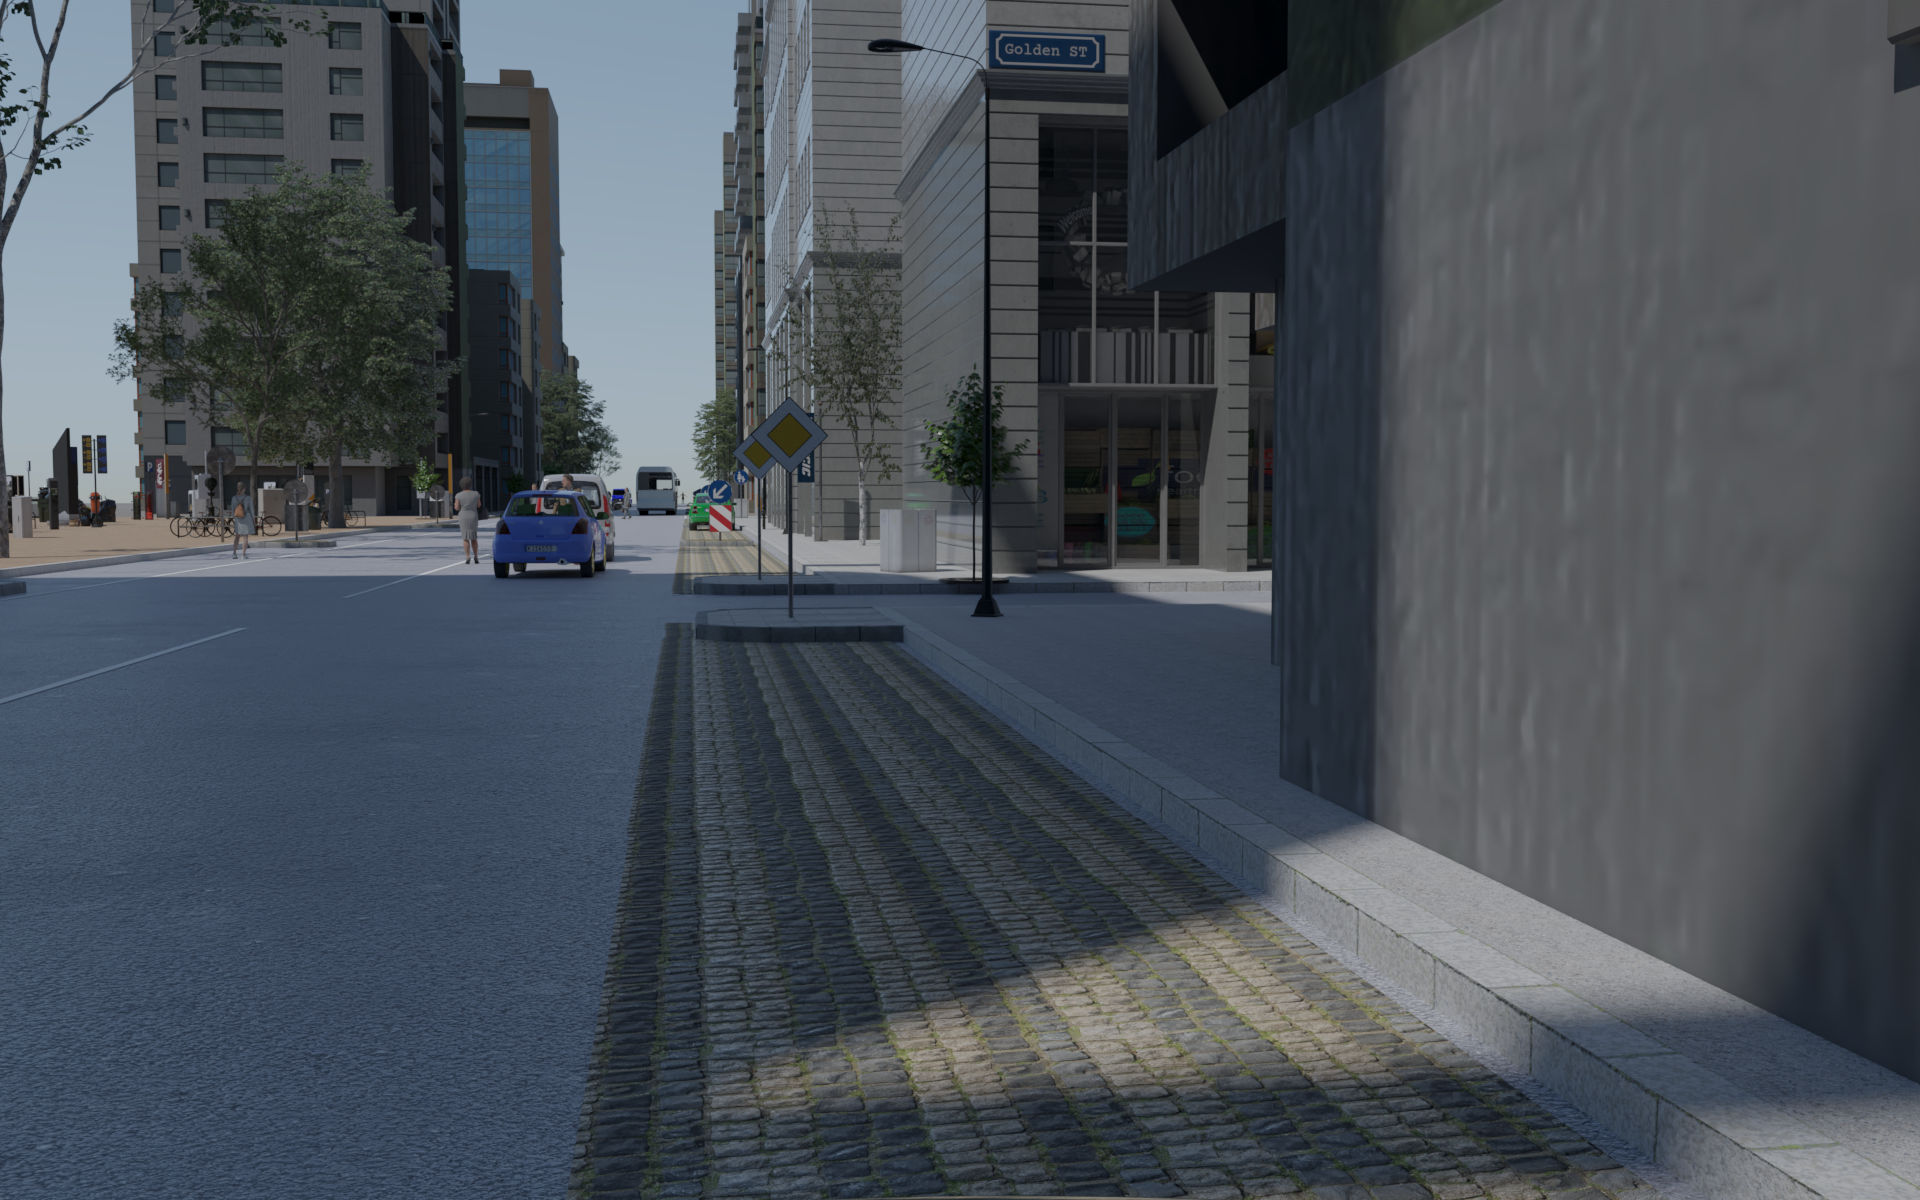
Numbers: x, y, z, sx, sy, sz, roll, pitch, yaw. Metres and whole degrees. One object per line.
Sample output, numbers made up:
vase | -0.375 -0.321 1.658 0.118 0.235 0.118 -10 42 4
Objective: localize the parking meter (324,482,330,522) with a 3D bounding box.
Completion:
parking meter | -28.590 -4.454 78.528 0.399 1.863 0.255 1 4 22

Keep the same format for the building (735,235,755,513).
building | -2.817 -17.573 132.360 27.650 21.520 28.899 -1 4 -9

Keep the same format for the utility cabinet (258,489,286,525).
utility cabinet | -28.647 -3.883 72.165 0.318 1.500 1.173 2 4 27

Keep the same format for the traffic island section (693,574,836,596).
traffic island section | -2.977 -0.223 25.929 2.009 0.180 2.903 -1 4 -9

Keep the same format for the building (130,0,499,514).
building | -43.447 -41.690 119.880 20.563 71.187 20.611 -1 4 -9

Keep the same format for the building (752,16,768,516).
building | -6.134 -20.682 109.846 14.160 30.474 14.107 -1 4 -9

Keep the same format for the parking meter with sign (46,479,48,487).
parking meter with sign | -46.196 -5.632 88.338 1.738 3.016 0.543 2 4 33

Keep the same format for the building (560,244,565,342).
building | -66.589 -33.147 233.828 32.217 40.220 23.993 -1 4 -9

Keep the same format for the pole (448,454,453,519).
pole | -25.961 -5.775 88.257 0.158 3.312 0.155 0 3 0

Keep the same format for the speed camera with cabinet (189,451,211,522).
speed camera with cabinet | -35.082 -5.232 79.880 0.660 3.252 2.038 -2 4 -35

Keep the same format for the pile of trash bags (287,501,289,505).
pile of trash bags | -36.963 -5.151 93.964 1.912 1.369 3.447 -3 4 -38

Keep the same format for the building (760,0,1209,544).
building | -1.002 -17.433 62.519 11.434 29.767 29.804 -1 4 -9

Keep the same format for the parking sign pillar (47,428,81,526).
parking sign pillar | -36.638 -5.044 70.937 1.447 3.967 1.447 3 4 38

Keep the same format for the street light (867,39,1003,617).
street light | -0.252 -2.776 17.928 1.470 5.913 1.316 -1 4 -9

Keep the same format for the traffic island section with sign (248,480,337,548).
traffic island section with sign | -17.982 -2.333 46.777 1.989 1.847 2.006 -1 4 -9

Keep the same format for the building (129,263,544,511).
building | -50.600 -18.417 146.157 27.650 21.520 28.899 -1 4 -9

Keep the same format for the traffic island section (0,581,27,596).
traffic island section | -14.430 -0.114 24.147 2.009 0.180 2.903 -1 4 -9

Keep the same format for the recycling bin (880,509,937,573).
recycling bin | -0.854 -0.981 28.595 0.722 1.027 0.722 -2 4 -30

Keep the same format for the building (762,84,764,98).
building | -2.548 -18.113 89.654 14.314 27.812 24.014 -1 4 -9

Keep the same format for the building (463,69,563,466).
building | -50.583 -32.815 186.639 14.600 45.320 14.200 -1 4 -9

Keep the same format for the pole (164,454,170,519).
pole | -40.436 -5.777 88.294 0.158 3.312 0.155 0 3 0

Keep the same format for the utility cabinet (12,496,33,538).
utility cabinet | -27.451 -2.417 50.686 0.306 1.237 1.020 -3 5 -42

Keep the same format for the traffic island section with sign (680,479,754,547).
traffic island section with sign | -6.744 -2.398 47.843 1.989 1.847 2.006 -1 4 -9

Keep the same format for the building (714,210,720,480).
building | -28.569 -34.764 251.981 14.154 41.232 14.086 -1 4 -9

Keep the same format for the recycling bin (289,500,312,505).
recycling bin | -27.740 -3.689 72.867 0.722 1.027 0.722 0 4 -2

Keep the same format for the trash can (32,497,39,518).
trash can | -49.386 -4.943 92.467 0.748 1.137 0.748 0 3 0

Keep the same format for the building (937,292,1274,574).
building | 14.124 -15.716 34.453 29.804 29.767 11.434 -1 4 -9

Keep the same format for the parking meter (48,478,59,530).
parking meter | -32.605 -3.462 62.308 0.255 1.863 0.399 -3 4 -37

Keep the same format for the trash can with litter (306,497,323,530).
trash can with litter | -23.148 -3.059 61.397 1.055 1.170 0.624 0 3 0

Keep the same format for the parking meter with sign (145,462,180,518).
parking meter with sign | -43.053 -5.955 93.620 1.738 3.016 0.543 1 4 10

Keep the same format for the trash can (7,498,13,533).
trash can | -31.119 -2.751 56.626 0.748 1.137 0.748 0 3 0

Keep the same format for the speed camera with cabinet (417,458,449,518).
speed camera with cabinet | -28.597 -6.097 94.018 2.038 3.252 0.660 2 4 34

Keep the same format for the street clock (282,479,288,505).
street clock | -32.852 -4.880 84.365 0.358 2.002 0.471 -1 4 -10

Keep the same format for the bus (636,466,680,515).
bus | -21.183 -7.745 121.489 2.948 3.499 13.247 -1 4 -8

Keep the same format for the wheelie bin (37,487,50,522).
wheelie bin | -41.430 -4.326 78.641 0.980 1.594 0.693 0 4 -2

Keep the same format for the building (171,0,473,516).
building | -37.584 -20.321 103.948 14.160 30.474 14.107 -1 4 -9

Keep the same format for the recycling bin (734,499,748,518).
recycling bin | -11.775 -4.928 93.127 0.722 1.027 0.722 -1 4 -8

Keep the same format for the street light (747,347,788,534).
street light | -6.044 -5.041 54.963 1.470 5.913 1.316 -1 4 -9

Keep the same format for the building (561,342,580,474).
building | -60.772 -22.232 208.531 27.650 21.520 28.899 -1 4 -9

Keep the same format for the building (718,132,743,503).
building | -20.143 -31.556 199.541 14.154 41.232 14.086 -1 4 -9

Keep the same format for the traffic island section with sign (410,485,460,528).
traffic island section with sign | -22.156 -3.962 73.408 1.989 1.847 2.006 -1 4 -9

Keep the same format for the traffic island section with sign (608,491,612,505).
traffic island section with sign | -46.855 -13.613 231.195 1.989 1.847 2.006 -1 4 -9

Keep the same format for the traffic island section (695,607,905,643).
traffic island section | -1.741 0.259 18.039 2.009 0.180 2.903 -1 4 -9

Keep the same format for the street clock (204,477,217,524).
street clock | -32.515 -4.321 75.220 0.358 2.002 0.471 2 4 35

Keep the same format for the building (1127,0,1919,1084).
building | 8.057 -14.579 10.065 14.160 30.474 14.107 -1 4 -9

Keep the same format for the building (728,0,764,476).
building | -9.525 -33.105 160.875 23.786 49.044 30.456 -1 4 -9

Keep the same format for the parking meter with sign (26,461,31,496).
parking meter with sign | -49.317 -5.737 90.065 1.738 3.016 0.543 -3 5 -41

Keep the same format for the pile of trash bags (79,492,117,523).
pile of trash bags | -39.172 -4.191 78.279 1.912 1.369 3.447 -2 4 -31
